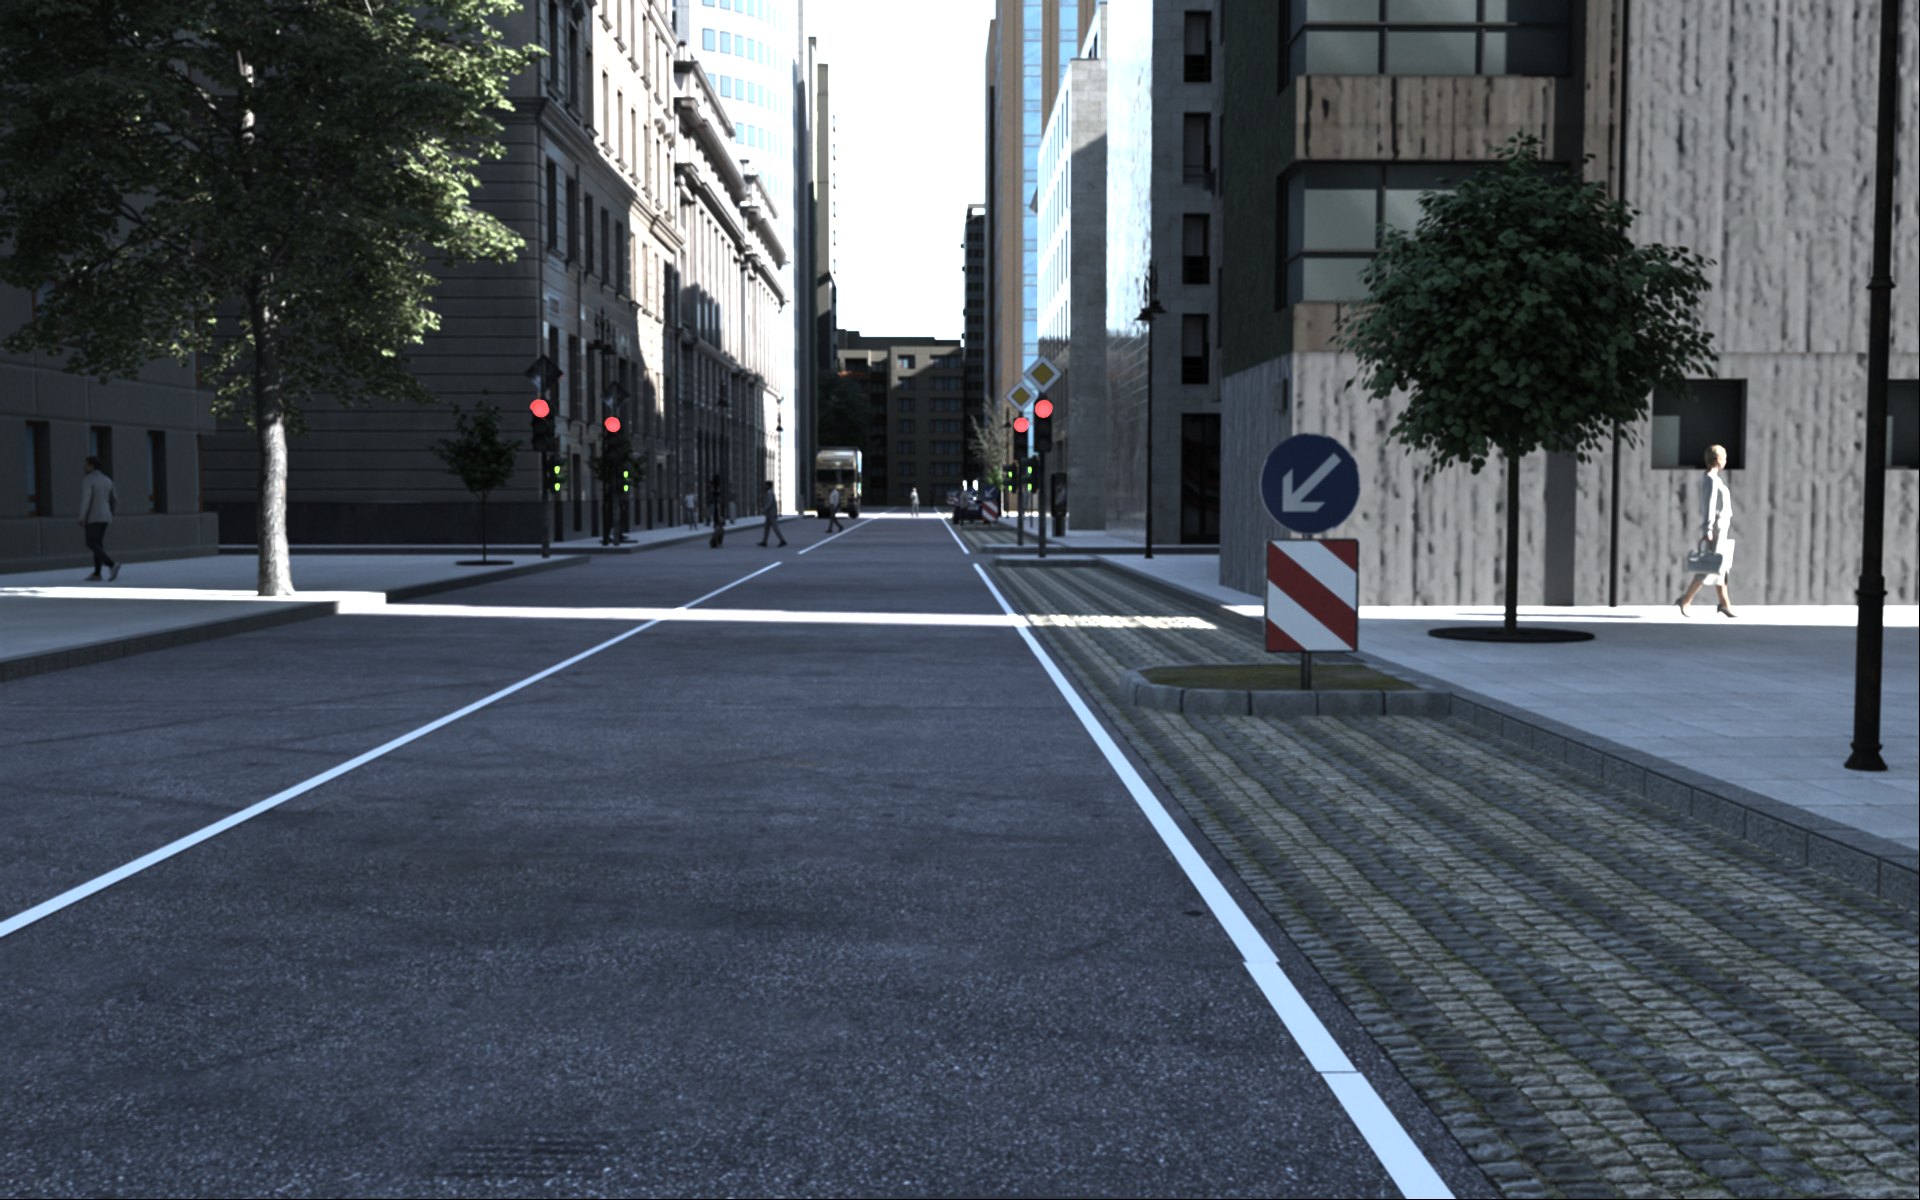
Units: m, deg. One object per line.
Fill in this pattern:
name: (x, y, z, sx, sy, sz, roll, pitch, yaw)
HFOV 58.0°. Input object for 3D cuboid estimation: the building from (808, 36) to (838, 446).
building: (-23.895, -34.104, 181.304, 21.600, 48.544, 21.300, 0, 4, -1)

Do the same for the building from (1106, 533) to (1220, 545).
building: (13.060, -11.845, 48.415, 16.860, 20.320, 10.420, 0, 4, -1)

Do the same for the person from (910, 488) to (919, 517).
person: (-2.849, -6.222, 110.399, 0.661, 1.801, 0.590, -3, 5, -45)

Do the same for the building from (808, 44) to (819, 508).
building: (-20.005, -28.700, 152.847, 14.154, 41.232, 14.086, 0, 4, -1)

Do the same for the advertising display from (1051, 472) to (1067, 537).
advertising display: (2.976, -2.870, 52.143, 0.123, 1.923, 0.974, 2, 4, 25)

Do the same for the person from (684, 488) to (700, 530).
person: (-9.507, -3.231, 61.467, 0.503, 1.515, 0.523, -2, 4, -32)

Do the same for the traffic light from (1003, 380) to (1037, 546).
traffic light: (1.484, -3.303, 42.920, 0.839, 4.253, 0.868, 0, 4, -1)

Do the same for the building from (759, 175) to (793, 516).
building: (-17.694, -16.118, 105.337, 13.314, 21.916, 24.055, 0, 4, -1)

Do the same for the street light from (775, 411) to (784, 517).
street light: (-10.037, -7.570, 96.557, 0.468, 5.910, 1.993, 0, 4, -1)

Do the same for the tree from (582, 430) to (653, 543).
tree: (-8.875, -3.120, 45.612, 1.663, 3.219, 1.824, 0, 3, 0)

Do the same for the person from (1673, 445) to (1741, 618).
person: (7.747, -0.705, 17.917, 0.624, 1.780, 0.694, 2, 4, 31)

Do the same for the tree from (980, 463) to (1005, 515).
tree: (2.230, -6.991, 108.908, 1.663, 3.219, 1.824, 0, 3, 0)

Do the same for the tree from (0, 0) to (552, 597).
tree: (-8.703, -6.291, 20.993, 7.486, 12.596, 7.792, 0, 3, 0)

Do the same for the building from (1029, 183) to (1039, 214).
building: (9.287, -15.115, 98.043, 10.553, 20.767, 40.483, 0, 4, -1)

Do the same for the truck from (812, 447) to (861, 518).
truck: (-7.361, -7.117, 105.275, 2.839, 4.237, 11.283, 0, 4, -2)

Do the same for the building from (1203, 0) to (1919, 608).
building: (10.633, -15.537, 25.739, 14.160, 30.474, 14.107, 0, 4, -1)

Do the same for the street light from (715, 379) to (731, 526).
street light: (-9.488, -5.912, 69.446, 0.468, 5.910, 1.993, 0, 4, -1)

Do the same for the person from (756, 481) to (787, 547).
person: (-5.131, -2.343, 47.077, 0.850, 1.792, 0.678, 0, 4, -3)

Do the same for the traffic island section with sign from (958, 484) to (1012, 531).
traffic island section with sign: (1.034, -3.615, 67.731, 1.989, 1.847, 2.006, 0, 4, -1)

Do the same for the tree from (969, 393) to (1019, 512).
tree: (2.765, -10.644, 124.387, 4.360, 8.622, 3.978, 0, 3, 0)

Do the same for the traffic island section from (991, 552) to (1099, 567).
traffic island section: (1.686, -0.781, 35.051, 2.009, 0.180, 2.903, 0, 4, -1)

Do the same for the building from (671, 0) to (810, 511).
building: (-22.905, -36.007, 130.711, 21.231, 58.520, 28.212, 0, 4, -1)

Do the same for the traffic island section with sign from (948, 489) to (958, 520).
traffic island section with sign: (0.485, -5.263, 94.681, 1.989, 1.847, 2.006, 0, 4, -1)

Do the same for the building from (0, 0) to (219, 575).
building: (-29.535, -10.773, 21.171, 28.899, 21.520, 27.650, 0, 4, -1)

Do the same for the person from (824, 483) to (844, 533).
person: (-4.702, -3.417, 64.464, 0.850, 1.850, 0.679, -2, 4, -32)

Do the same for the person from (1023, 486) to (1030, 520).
person: (3.288, -4.899, 87.148, 0.512, 1.701, 0.522, 1, 4, 16)

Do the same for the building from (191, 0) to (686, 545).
building: (-16.477, -15.768, 55.066, 12.463, 27.353, 25.104, 0, 4, -1)

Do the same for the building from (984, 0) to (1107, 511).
building: (9.396, -31.294, 161.768, 14.600, 45.320, 14.200, 0, 4, -1)

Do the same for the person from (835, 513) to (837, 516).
person: (-8.175, -6.151, 113.312, 0.306, 1.304, 0.590, -1, 4, -16)

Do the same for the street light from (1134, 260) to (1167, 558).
street light: (3.773, -3.770, 34.429, 0.468, 5.910, 1.993, 0, 4, -1)

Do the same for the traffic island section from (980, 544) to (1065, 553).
traffic island section: (1.524, -1.269, 43.035, 2.009, 0.180, 2.903, 0, 4, -1)

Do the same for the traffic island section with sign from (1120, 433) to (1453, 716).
traffic island section with sign: (2.157, -0.209, 12.049, 1.989, 1.847, 2.006, 0, 4, -1)

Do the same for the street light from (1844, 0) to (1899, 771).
street light: (4.234, -2.149, 7.919, 0.468, 5.910, 1.993, 0, 4, -1)

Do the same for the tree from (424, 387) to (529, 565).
tree: (-8.575, -2.254, 31.455, 1.663, 3.219, 1.824, 0, 3, 0)

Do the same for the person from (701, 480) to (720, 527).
person: (-9.712, -3.752, 67.381, 0.713, 1.824, 0.794, 1, 4, 12)

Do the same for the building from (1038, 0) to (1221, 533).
building: (8.868, -13.116, 69.191, 10.420, 20.320, 16.860, 0, 4, -1)

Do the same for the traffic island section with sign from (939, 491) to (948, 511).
traffic island section with sign: (-0.539, -8.358, 145.276, 1.989, 1.847, 2.006, 0, 4, -1)

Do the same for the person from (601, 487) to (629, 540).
person: (-9.478, -2.568, 47.807, 0.755, 1.850, 0.659, -2, 4, -25)

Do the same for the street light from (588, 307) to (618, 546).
street light: (-8.832, -4.291, 42.940, 0.468, 5.910, 1.993, 0, 4, -1)

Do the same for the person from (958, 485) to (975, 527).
person: (0.248, -4.027, 74.182, 0.795, 1.843, 0.661, -1, 4, -19)

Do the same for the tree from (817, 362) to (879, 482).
tree: (-12.544, -15.889, 166.438, 9.857, 13.997, 8.962, 0, 3, 0)

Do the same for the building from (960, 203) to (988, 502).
building: (12.168, -32.177, 217.982, 23.993, 40.220, 32.217, 0, 4, -1)

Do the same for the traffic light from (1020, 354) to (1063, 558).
traffic light: (1.645, -2.814, 34.936, 0.839, 4.253, 0.868, 0, 4, -1)

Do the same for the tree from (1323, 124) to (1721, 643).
tree: (4.897, -1.947, 15.540, 4.285, 4.588, 4.351, 0, 3, 0)

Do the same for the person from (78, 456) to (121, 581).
person: (-12.675, -1.204, 25.581, 0.795, 1.843, 0.661, 1, 4, 15)

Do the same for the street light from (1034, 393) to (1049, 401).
street light: (3.046, -5.623, 64.724, 0.468, 5.910, 1.993, 0, 4, -1)

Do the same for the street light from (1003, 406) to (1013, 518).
street light: (2.507, -7.244, 91.232, 0.468, 5.910, 1.993, 0, 4, -1)

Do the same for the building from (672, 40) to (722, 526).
building: (-17.239, -14.554, 79.755, 13.314, 21.916, 24.055, 0, 4, -1)

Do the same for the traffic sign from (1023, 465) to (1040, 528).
traffic sign: (2.727, -4.031, 66.007, 0.768, 2.556, 0.104, 0, 4, 8)

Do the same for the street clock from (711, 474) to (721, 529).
street clock: (-8.941, -3.605, 63.514, 0.358, 2.002, 0.471, 0, 4, -6)

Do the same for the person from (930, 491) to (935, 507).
person: (-2.947, -10.756, 185.080, 0.721, 1.735, 1.217, 2, 4, 27)

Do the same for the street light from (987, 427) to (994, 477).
street light: (2.035, -8.866, 117.742, 0.468, 5.910, 1.993, 0, 4, -1)

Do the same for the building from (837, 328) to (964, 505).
building: (-14.280, -22.722, 216.542, 28.899, 21.520, 27.650, 0, 4, -1)

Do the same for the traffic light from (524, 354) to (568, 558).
traffic light: (-8.313, -2.801, 34.720, 0.839, 4.253, 0.868, 0, 4, -1)

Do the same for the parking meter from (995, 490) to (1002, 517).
parking meter: (2.186, -5.467, 97.790, 0.372, 1.533, 0.369, 0, 3, 0)

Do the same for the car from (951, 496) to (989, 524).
car: (0.534, -4.312, 83.082, 1.945, 1.354, 3.894, 0, 4, 1)

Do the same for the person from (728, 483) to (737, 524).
person: (-9.708, -4.127, 74.062, 0.362, 1.759, 0.519, 0, 4, 5)

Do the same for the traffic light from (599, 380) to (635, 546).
traffic light: (-8.475, -3.289, 42.703, 0.839, 4.253, 0.868, 0, 4, -1)

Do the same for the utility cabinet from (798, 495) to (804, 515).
utility cabinet: (-9.965, -5.966, 108.699, 0.306, 1.237, 1.020, 0, 4, 2)

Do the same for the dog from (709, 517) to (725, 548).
dog: (-6.423, -1.798, 46.233, 0.513, 0.831, 0.800, 0, 4, 6)
